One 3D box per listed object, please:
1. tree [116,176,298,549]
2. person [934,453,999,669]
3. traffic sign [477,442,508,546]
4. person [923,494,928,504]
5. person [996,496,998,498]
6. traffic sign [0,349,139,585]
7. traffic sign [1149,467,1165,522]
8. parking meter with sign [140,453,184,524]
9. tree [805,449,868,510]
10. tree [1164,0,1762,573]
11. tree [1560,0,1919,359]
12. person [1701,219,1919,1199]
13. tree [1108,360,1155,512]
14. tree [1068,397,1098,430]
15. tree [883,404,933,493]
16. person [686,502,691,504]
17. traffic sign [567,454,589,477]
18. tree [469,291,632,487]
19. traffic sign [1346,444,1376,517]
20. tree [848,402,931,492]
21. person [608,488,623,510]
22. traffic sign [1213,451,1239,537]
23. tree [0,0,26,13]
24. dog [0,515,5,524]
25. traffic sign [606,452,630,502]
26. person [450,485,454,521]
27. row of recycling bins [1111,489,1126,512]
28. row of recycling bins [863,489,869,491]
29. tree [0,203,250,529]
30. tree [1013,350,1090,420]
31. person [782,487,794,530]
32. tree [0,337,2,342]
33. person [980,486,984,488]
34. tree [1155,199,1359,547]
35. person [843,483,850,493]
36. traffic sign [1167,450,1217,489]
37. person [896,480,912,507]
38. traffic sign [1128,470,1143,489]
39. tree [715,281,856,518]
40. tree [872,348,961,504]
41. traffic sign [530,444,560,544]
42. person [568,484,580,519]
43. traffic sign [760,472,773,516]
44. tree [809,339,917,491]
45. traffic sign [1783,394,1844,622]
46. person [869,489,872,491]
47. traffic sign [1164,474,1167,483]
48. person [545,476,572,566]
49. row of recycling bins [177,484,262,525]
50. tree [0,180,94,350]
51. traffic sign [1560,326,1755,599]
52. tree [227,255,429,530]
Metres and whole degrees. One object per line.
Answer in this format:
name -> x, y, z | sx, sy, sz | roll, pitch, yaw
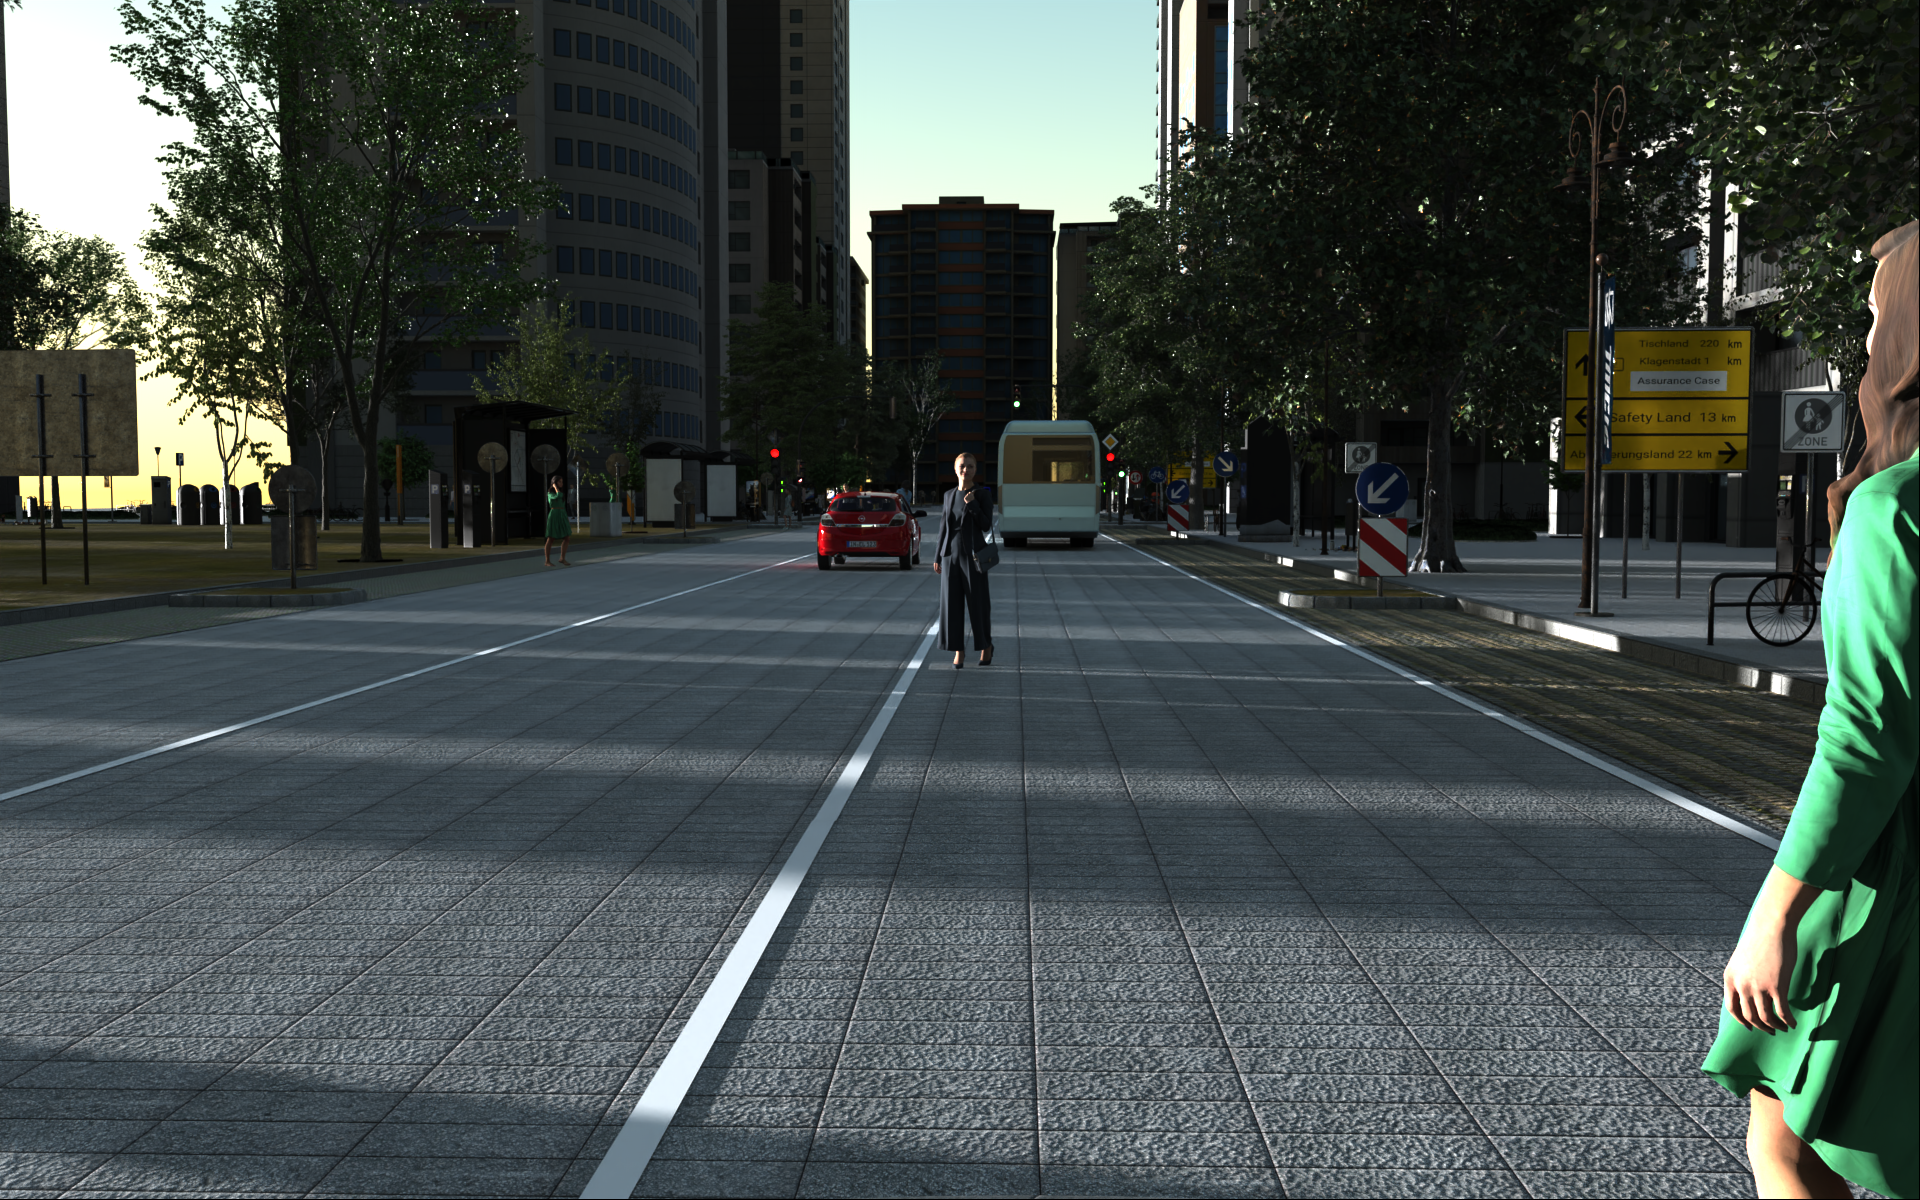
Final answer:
tree -> -17.160, -5.495, 40.201 | 4.737, 8.622, 4.395 | 0, 3, 0
person -> 0.043, -0.334, 14.378 | 0.576, 1.772, 0.534 | 1, 4, 10
traffic sign -> -11.422, -2.582, 42.325 | 0.768, 2.556, 0.104 | 0, 4, 6
person -> -4.963, -13.955, 236.661 | 1.348, 1.824, 0.705 | 1, 4, 13
person -> 4.508, -10.971, 187.975 | 1.348, 1.812, 0.705 | 2, 4, 29
traffic sign -> -12.670, -1.870, 24.441 | 2.265, 3.308, 0.079 | 0, 4, 7
traffic sign -> 9.121, -4.896, 80.163 | 0.768, 2.556, 0.104 | 1, 4, 8
parking meter with sign -> -33.746, -4.704, 73.166 | 1.738, 3.016, 0.543 | 0, 4, 1
tree -> -9.342, -8.387, 120.835 | 4.285, 4.588, 4.351 | 0, 3, 0
tree -> 7.911, -6.800, 28.194 | 9.611, 12.733, 9.660 | 0, 3, 0
tree -> 7.017, -6.327, 10.109 | 9.857, 13.997, 8.962 | 0, 3, 0
person -> 1.291, 0.397, 2.258 | 0.600, 1.795, 0.529 | -3, 4, -38
tree -> 10.539, -8.497, 89.286 | 4.737, 8.622, 4.395 | 0, 3, 0
tree -> 12.445, -14.170, 166.095 | 7.601, 10.594, 8.767 | -3, 5, -41
tree -> -6.997, -16.376, 193.508 | 9.928, 11.665, 9.643 | 0, 3, 0
person -> -16.198, -5.924, 102.857 | 0.822, 1.834, 0.622 | -3, 5, -41
traffic sign -> -12.537, -3.493, 56.843 | 0.795, 2.593, 0.064 | 1, 4, 11
tree -> -14.246, -6.851, 62.378 | 4.737, 8.622, 4.395 | 0, 3, 0
traffic sign -> 7.950, -1.974, 34.400 | 0.606, 2.300, 0.079 | 0, 4, 3
tree -> -7.074, -13.656, 157.681 | 8.767, 10.594, 7.601 | -2, 4, -34
person -> -13.734, -3.831, 68.922 | 0.600, 1.795, 0.529 | -3, 5, -42
traffic sign -> 7.919, -3.154, 51.682 | 0.768, 2.556, 0.104 | 0, 4, 8
tree -> -12.195, -6.279, 13.038 | 12.009, 13.543, 11.850 | 0, 3, 0
dog -> -43.211, -3.594, 78.045 | 0.406, 0.507, 0.540 | -3, 5, -40
traffic sign -> -10.456, -3.230, 52.920 | 0.768, 2.556, 0.104 | 1, 4, 10
person -> -23.781, -4.615, 82.165 | 0.598, 1.740, 0.731 | 1, 4, 18
row of recycling bins -> 11.593, -7.310, 126.623 | 1.069, 1.692, 3.534 | 1, 4, 8
row of recycling bins -> -8.226, -8.362, 143.825 | 1.069, 1.692, 3.534 | -1, 4, -17
tree -> -33.648, -8.446, 63.852 | 9.928, 11.665, 9.643 | 0, 3, 0
tree -> 13.343, -22.807, 228.779 | 12.611, 20.169, 13.585 | 0, 3, 0
person -> -6.895, -3.674, 69.573 | 0.522, 1.701, 0.512 | 0, 4, -3
tree -> -24.393, -6.275, 37.003 | 7.601, 10.594, 8.767 | -1, 4, -22
person -> 1.008, -4.548, 82.967 | 0.850, 1.850, 0.679 | -2, 4, -28
tree -> 8.005, -5.592, 41.794 | 4.737, 8.622, 4.395 | 0, 3, 0
person -> -3.872, -3.048, 58.604 | 0.520, 1.790, 0.573 | 1, 4, 10
traffic sign -> 10.600, -5.220, 79.218 | 2.265, 3.308, 0.079 | 0, 4, 7
person -> -1.472, -2.188, 44.533 | 0.793, 1.790, 0.793 | 1, 4, 11
traffic sign -> 9.389, -5.661, 92.670 | 0.768, 2.556, 0.104 | 0, 4, 4
tree -> -9.456, -10.689, 92.885 | 7.486, 12.596, 7.792 | 0, 3, 0
tree -> -4.291, -22.378, 221.775 | 12.611, 20.169, 13.585 | 0, 3, 0
traffic sign -> -10.585, -2.698, 44.218 | 0.768, 2.556, 0.104 | 0, 4, 2
person -> -19.717, -5.023, 88.283 | 0.709, 1.813, 0.853 | 1, 4, 14
traffic sign -> -11.243, -6.160, 100.815 | 0.768, 2.556, 0.104 | 0, 4, 3
tree -> -8.167, -14.332, 140.986 | 9.857, 13.997, 8.962 | 0, 3, 0
traffic sign -> 8.505, -0.931, 17.347 | 0.606, 2.300, 0.079 | 0, 4, 4
person -> -6.410, -6.603, 116.675 | 1.509, 1.804, 0.699 | 2, 4, 24
traffic sign -> 12.073, -6.339, 103.756 | 0.768, 2.556, 0.104 | 0, 4, 6
person -> -7.968, -1.560, 34.256 | 0.529, 1.795, 0.600 | 1, 4, 13
row of recycling bins -> -31.063, -4.007, 72.630 | 1.069, 1.692, 3.534 | 3, 5, 39
tree -> -30.184, -8.117, 49.713 | 9.611, 12.733, 9.660 | 0, 3, 0
traffic sign -> 8.494, -1.670, 21.178 | 2.265, 3.308, 0.079 | 0, 4, 4
tree -> -22.402, -7.779, 61.600 | 8.767, 10.594, 7.601 | 2, 4, 25
